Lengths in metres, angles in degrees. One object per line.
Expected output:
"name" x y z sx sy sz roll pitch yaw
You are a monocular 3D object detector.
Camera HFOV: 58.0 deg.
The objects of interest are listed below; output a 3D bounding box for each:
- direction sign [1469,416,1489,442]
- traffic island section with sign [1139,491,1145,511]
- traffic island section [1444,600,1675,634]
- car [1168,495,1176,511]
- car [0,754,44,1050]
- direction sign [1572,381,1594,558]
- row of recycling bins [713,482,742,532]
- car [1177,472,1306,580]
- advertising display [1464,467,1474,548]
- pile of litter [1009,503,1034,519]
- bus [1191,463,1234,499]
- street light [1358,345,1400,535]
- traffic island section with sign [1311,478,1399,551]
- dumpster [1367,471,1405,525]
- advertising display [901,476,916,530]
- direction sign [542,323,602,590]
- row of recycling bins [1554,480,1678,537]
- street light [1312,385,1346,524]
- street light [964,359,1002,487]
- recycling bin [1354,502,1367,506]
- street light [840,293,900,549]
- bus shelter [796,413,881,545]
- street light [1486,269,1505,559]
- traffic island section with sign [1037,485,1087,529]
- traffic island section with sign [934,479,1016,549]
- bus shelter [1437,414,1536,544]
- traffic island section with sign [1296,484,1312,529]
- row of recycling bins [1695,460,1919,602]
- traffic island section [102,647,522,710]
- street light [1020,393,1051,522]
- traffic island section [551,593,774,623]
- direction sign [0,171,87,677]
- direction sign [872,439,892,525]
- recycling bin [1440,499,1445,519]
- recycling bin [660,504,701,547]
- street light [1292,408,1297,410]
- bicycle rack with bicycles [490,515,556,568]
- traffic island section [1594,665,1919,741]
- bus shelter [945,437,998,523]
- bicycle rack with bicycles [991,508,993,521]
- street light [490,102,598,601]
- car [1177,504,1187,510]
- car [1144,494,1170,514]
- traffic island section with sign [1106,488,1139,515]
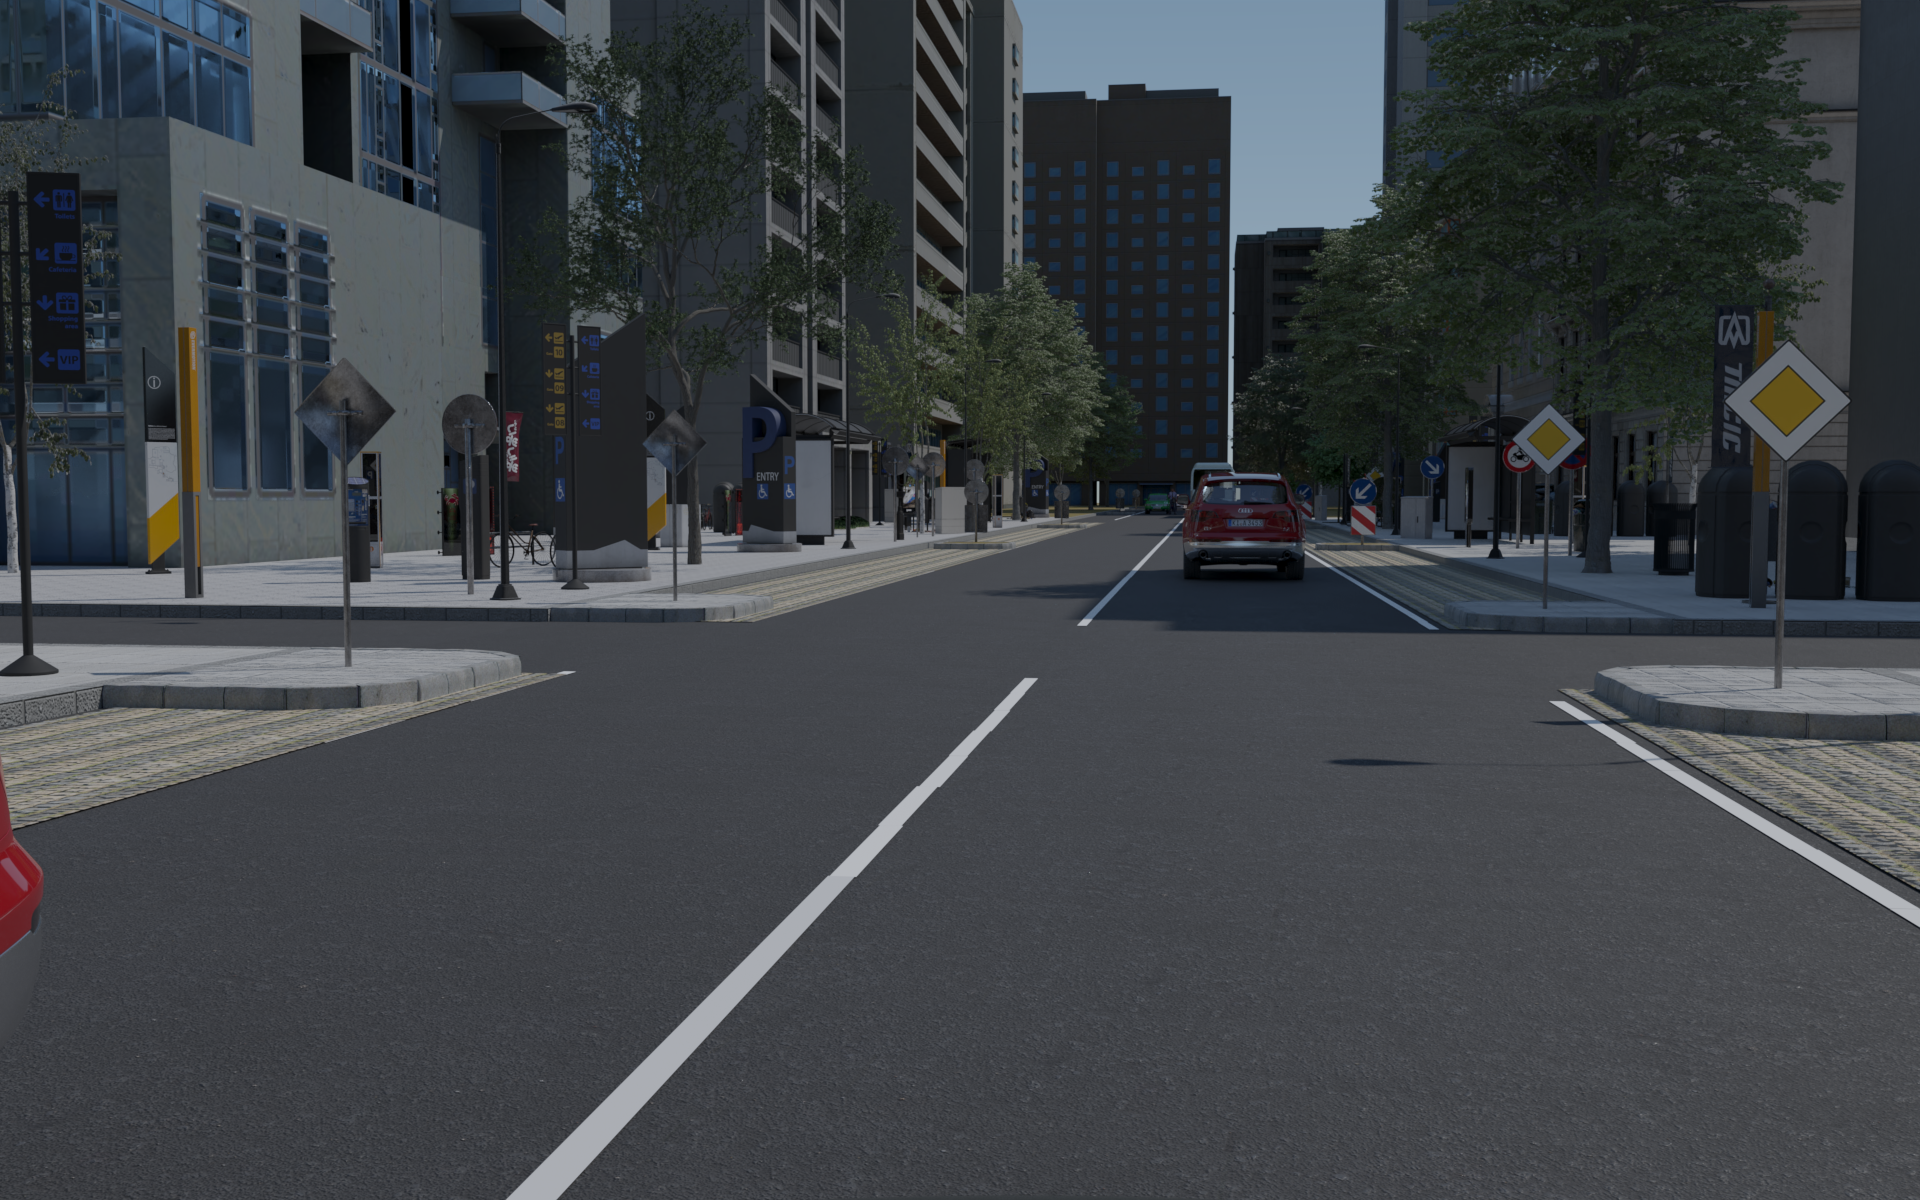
"direction sign" 15.051 -3.568 50.329 0.876 3.537 0.379 -3 4 -37
"traffic island section with sign" 15.172 -8.554 148.478 1.989 1.847 2.006 0 4 8
"traffic island section" 6.553 0.179 19.350 2.009 0.180 2.903 0 4 8
"car" 17.347 -8.185 146.407 1.945 1.354 3.894 1 4 9
"car" -2.824 0.477 0.883 2.281 1.827 5.304 0 4 6
"direction sign" 12.656 -2.624 34.904 0.876 3.537 0.379 -2 4 -28
"row of recycling bins" -6.726 -3.082 57.500 3.534 1.692 1.069 2 4 29
"car" 4.966 -1.341 30.597 2.281 1.827 5.304 0 4 8
"advertising display" 12.284 -2.239 41.820 0.123 1.923 0.974 1 4 12
"pile of litter" 3.210 -4.729 91.290 1.719 0.858 1.176 -1 4 -12
"bus" 15.996 -6.967 108.774 2.948 3.499 13.247 1 4 9
"street light" 13.054 -4.975 53.875 1.470 5.913 1.316 0 4 8
"traffic island section with sign" 10.136 -2.183 44.315 1.989 1.847 2.006 0 4 8
"dumpster" 17.091 -4.119 69.836 1.502 2.255 1.985 0 4 8
"advertising display" -1.842 -3.423 61.176 0.123 1.923 0.974 2 4 27
"direction sign" -5.188 -1.911 23.242 0.876 3.537 0.379 -3 5 -43
"row of recycling bins" 19.872 -2.774 52.472 3.534 1.692 1.069 0 4 7
"street light" 15.749 -6.172 73.449 1.470 5.913 1.316 0 4 8
"street light" 0.733 -5.340 59.855 1.470 5.913 1.316 0 4 8
"recycling bin" 18.955 -4.268 82.333 0.722 1.027 0.722 -1 4 -15
"street light" -2.079 -4.144 40.298 1.470 5.913 1.316 0 4 8
"bus shelter" -3.588 -3.185 45.991 2.014 3.302 5.546 0 4 8
"street light" 10.111 -3.780 34.336 1.470 5.913 1.316 0 4 8
"traffic island section with sign" 4.301 -3.904 72.458 1.989 1.847 2.006 0 4 8
"traffic island section with sign" 0.431 -2.253 45.459 1.989 1.847 2.006 0 4 8
"bus shelter" 14.276 -3.232 46.765 2.014 3.302 5.546 0 4 8
"traffic island section with sign" 13.953 -3.815 71.000 1.989 1.847 2.006 0 4 8
"row of recycling bins" 10.914 -0.858 21.135 3.534 1.692 1.069 1 4 18
"traffic island section" -4.567 0.575 12.873 2.009 0.180 2.903 0 4 8
"street light" 3.491 -6.546 79.561 1.470 5.913 1.316 0 4 8
"traffic island section" -3.436 0.092 20.778 2.009 0.180 2.903 0 4 8
"direction sign" -6.636 -1.238 12.237 0.876 3.537 0.379 -1 4 -11
"direction sign" -3.285 -4.819 70.792 0.876 3.537 0.379 3 5 43
"recycling bin" 24.871 -4.624 88.161 0.722 1.027 0.722 -1 4 -16
"recycling bin" -6.784 -1.802 42.022 0.722 1.027 0.722 2 4 35
"street light" 18.484 -7.369 93.017 1.470 5.913 1.316 0 4 8
"bicycle rack with bicycles" -7.045 -1.032 30.256 2.852 0.926 2.925 1 4 23
"traffic island section" 5.422 0.663 11.445 2.009 0.180 2.903 0 4 8
"bus shelter" 0.479 -5.117 74.947 1.731 3.624 6.357 1 4 8
"bicycle rack with bicycles" 0.205 -4.286 83.455 2.852 0.926 2.925 -1 4 -11
"street light" -4.982 -2.949 20.754 1.470 5.913 1.316 0 4 8
"car" 19.653 -8.877 157.505 2.083 1.381 4.827 1 4 9
"car" 14.160 -7.028 123.699 1.959 1.807 4.718 1 4 9
"traffic island section with sign" 11.302 -6.902 121.470 1.989 1.847 2.006 0 4 8
